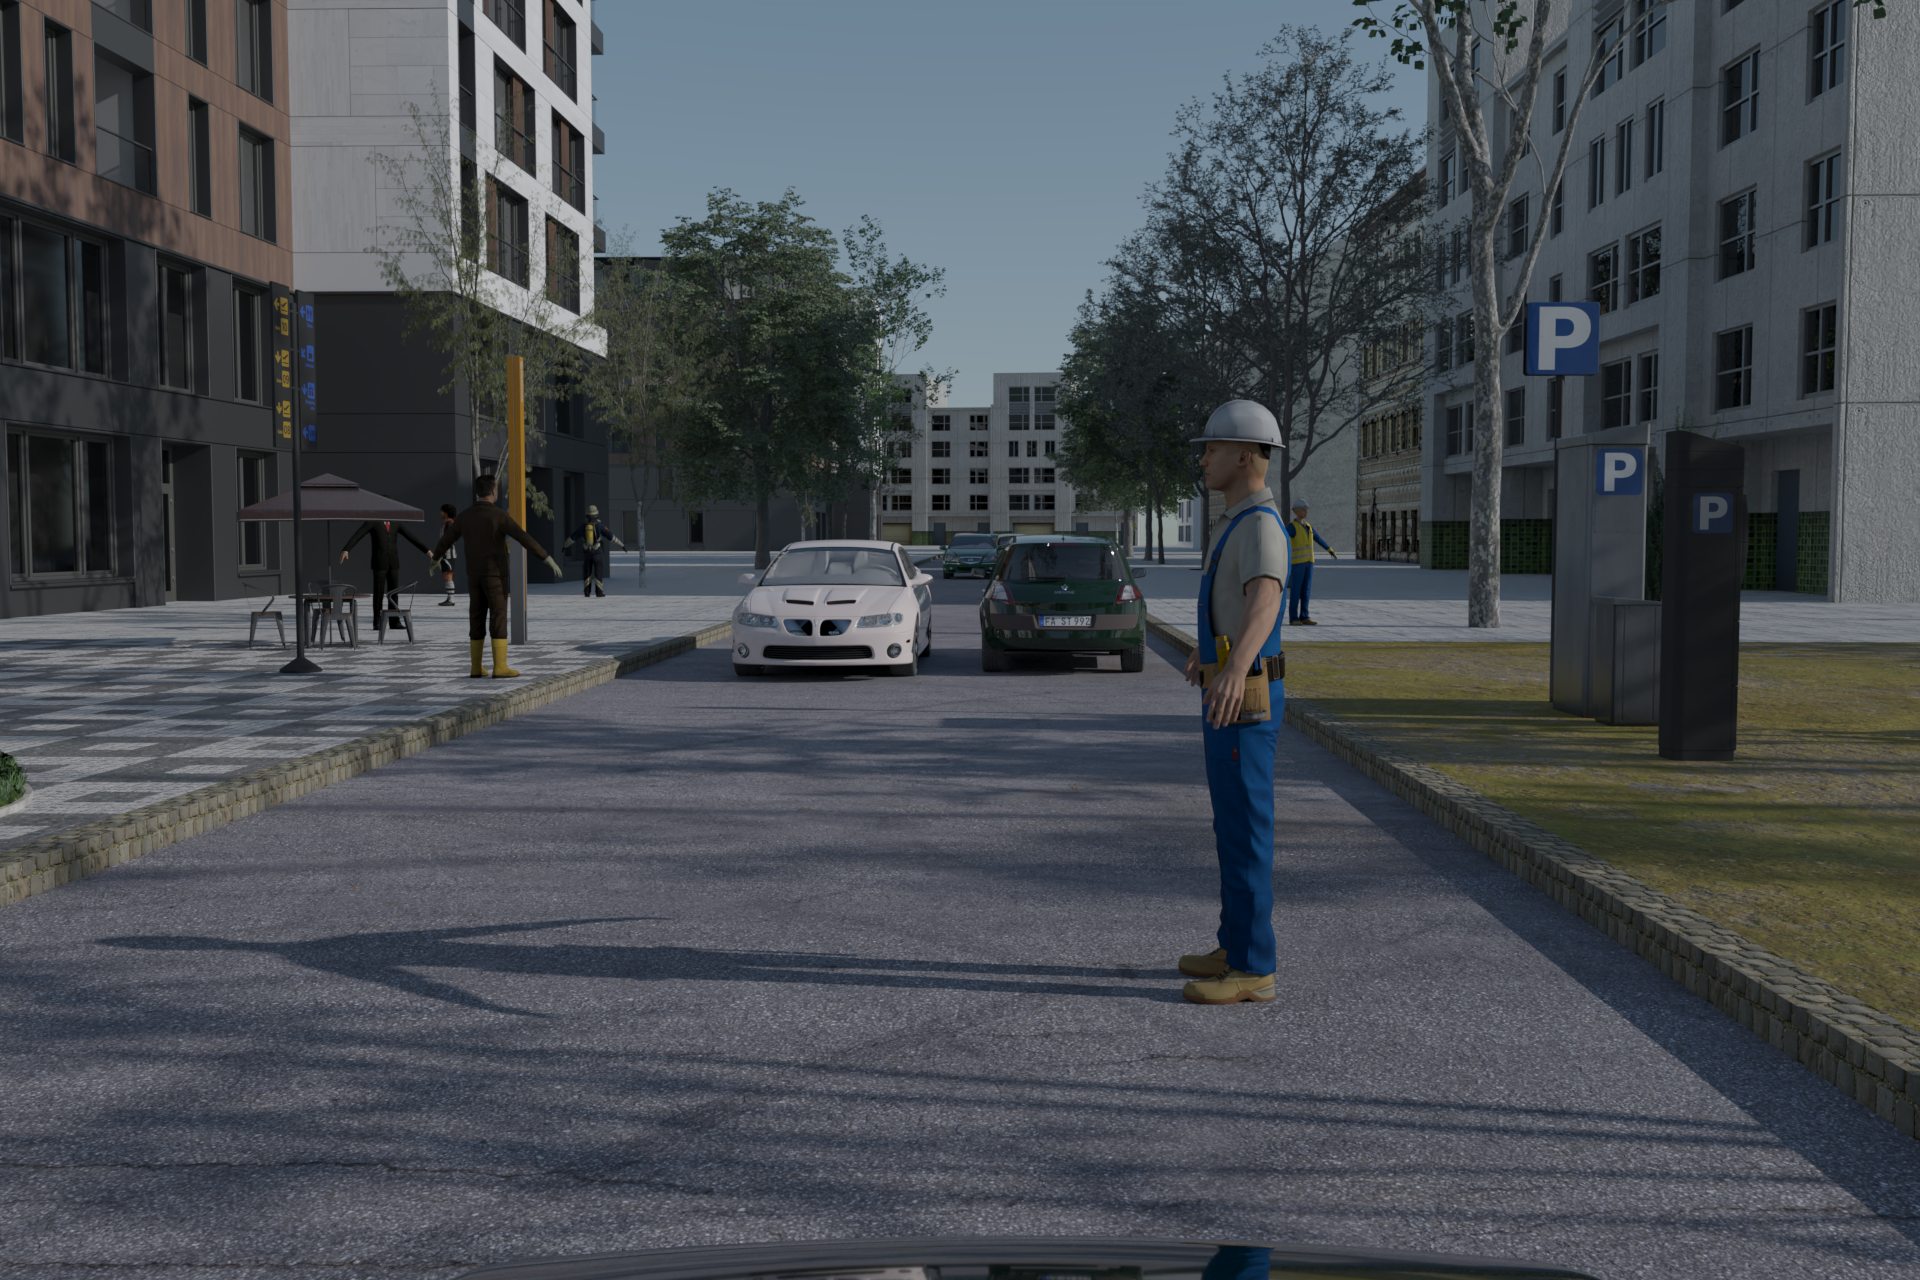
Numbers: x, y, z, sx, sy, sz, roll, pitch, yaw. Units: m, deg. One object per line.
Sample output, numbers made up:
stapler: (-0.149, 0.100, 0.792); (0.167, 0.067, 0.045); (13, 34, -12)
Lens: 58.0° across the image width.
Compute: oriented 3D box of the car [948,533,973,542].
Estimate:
car: (0.347, -5.789, 103.688); (2.155, 1.783, 4.494); (0, 4, 2)

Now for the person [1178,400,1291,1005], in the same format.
person: (0.850, 0.177, 5.421); (0.705, 1.847, 1.347); (0, 4, 5)

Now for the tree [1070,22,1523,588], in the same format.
tree: (7.883, -7.998, 41.133); (12.009, 13.543, 11.850); (0, 3, 0)

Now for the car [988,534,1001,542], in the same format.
car: (1.681, -5.133, 95.729); (2.131, 1.459, 4.920); (0, 4, 1)

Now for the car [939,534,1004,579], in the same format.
car: (0.412, -2.747, 56.710); (2.131, 1.459, 4.920); (0, 4, 2)

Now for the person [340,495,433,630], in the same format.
person: (-7.672, -1.038, 23.159); (1.347, 1.806, 0.705); (-3, 5, -44)

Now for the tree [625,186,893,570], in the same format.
tree: (-7.242, -9.527, 62.425); (9.857, 13.997, 8.962); (0, 3, 0)

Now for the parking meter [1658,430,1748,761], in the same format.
parking meter: (4.230, -0.254, 9.858); (0.399, 1.863, 0.255); (0, 4, 0)

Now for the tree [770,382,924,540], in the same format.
tree: (-6.376, -9.771, 94.168); (8.767, 10.594, 7.601); (-1, 4, -11)

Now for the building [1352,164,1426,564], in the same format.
building: (28.933, -15.063, 77.214); (19.493, 23.208, 18.063); (0, 4, 2)

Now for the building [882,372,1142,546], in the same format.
building: (4.670, -20.060, 196.890); (31.486, 18.905, 16.747); (0, 4, 7)

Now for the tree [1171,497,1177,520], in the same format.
tree: (25.526, -14.836, 192.928); (4.360, 8.622, 3.978); (0, 3, 0)

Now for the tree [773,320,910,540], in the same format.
tree: (-6.327, -9.697, 84.297); (9.928, 11.665, 9.643); (0, 3, 0)

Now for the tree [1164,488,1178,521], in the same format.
tree: (25.562, -15.187, 198.670); (4.360, 8.622, 3.978); (0, 3, 0)

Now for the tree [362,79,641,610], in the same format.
tree: (-8.260, -4.810, 29.014); (4.360, 8.622, 3.978); (0, 3, 0)

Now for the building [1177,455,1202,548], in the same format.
building: (25.150, -12.946, 153.810); (9.099, 9.664, 28.070); (0, 4, 1)

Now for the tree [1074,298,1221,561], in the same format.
tree: (9.165, -10.123, 83.636); (7.486, 12.596, 7.792); (0, 3, 0)

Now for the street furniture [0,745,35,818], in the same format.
street furniture: (-7.612, 0.674, 4.612); (5.734, 0.657, 10.072); (1, 4, 16)

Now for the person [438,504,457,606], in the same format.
person: (-9.169, -1.514, 30.906); (0.704, 1.843, 1.345); (-1, 4, -19)

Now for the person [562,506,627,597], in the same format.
person: (-7.457, -1.801, 35.225); (1.354, 1.856, 0.705); (0, 4, 4)

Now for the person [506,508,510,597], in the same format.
person: (-9.122, -1.791, 35.253); (0.705, 1.833, 1.349); (1, 4, 11)

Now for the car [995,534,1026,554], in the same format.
car: (2.044, -3.475, 67.040); (2.015, 1.641, 3.980); (0, 4, 0)

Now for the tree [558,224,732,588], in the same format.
tree: (-7.694, -5.581, 41.606); (4.360, 8.622, 3.978); (0, 3, 0)

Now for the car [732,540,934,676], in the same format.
car: (-1.304, -0.404, 18.967); (2.083, 1.381, 4.827); (0, 4, 2)

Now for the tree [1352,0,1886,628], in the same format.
tree: (6.771, -10.149, 21.830); (12.611, 20.169, 13.585); (0, 3, 0)

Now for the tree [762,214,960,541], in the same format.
tree: (-6.254, -15.273, 105.601); (12.611, 20.169, 13.585); (0, 3, 0)

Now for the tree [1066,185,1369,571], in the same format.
tree: (8.631, -9.208, 60.919); (12.009, 13.543, 11.850); (0, 3, 0)

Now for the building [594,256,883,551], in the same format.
building: (-21.275, -18.355, 144.086); (27.936, 21.610, 32.646); (0, 4, 1)

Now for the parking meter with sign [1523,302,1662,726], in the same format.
parking meter with sign: (4.529, -0.981, 12.293); (0.543, 3.016, 1.738); (0, 3, 0)

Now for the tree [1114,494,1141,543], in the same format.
tree: (9.771, -9.482, 105.388); (4.737, 8.622, 4.395); (0, 3, 0)

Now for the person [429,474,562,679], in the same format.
person: (-4.193, -0.569, 15.443); (1.346, 1.812, 0.704); (1, 4, 18)

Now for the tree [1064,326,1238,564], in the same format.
tree: (8.619, -8.514, 73.611); (8.767, 10.594, 7.601); (0, 4, 5)

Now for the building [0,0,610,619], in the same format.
building: (-24.675, -11.653, 34.500); (27.936, 21.610, 32.646); (0, 4, 2)

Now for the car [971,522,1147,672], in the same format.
car: (1.114, -0.586, 19.363); (2.009, 1.686, 4.222); (0, 4, 2)

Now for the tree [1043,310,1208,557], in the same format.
tree: (9.236, -11.530, 95.164); (9.857, 13.997, 8.962); (0, 3, 0)

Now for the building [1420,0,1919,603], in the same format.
building: (25.004, -11.061, 47.312); (16.747, 18.905, 31.486); (0, 4, 1)

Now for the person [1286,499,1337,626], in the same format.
person: (4.849, -1.093, 24.335); (1.216, 1.772, 0.721); (-3, 4, -37)

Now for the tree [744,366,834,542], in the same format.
tree: (-6.465, -7.540, 73.645); (4.360, 8.622, 3.978); (0, 3, 0)

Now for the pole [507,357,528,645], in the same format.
pole: (-5.121, -1.601, 20.027); (0.158, 3.312, 0.155); (0, 3, 0)

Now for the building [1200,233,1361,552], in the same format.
building: (28.562, -18.301, 130.152); (19.493, 23.208, 18.063); (0, 4, 1)

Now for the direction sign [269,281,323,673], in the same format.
direction sign: (-6.138, -1.469, 16.022); (0.379, 3.537, 0.876); (0, 4, 3)
